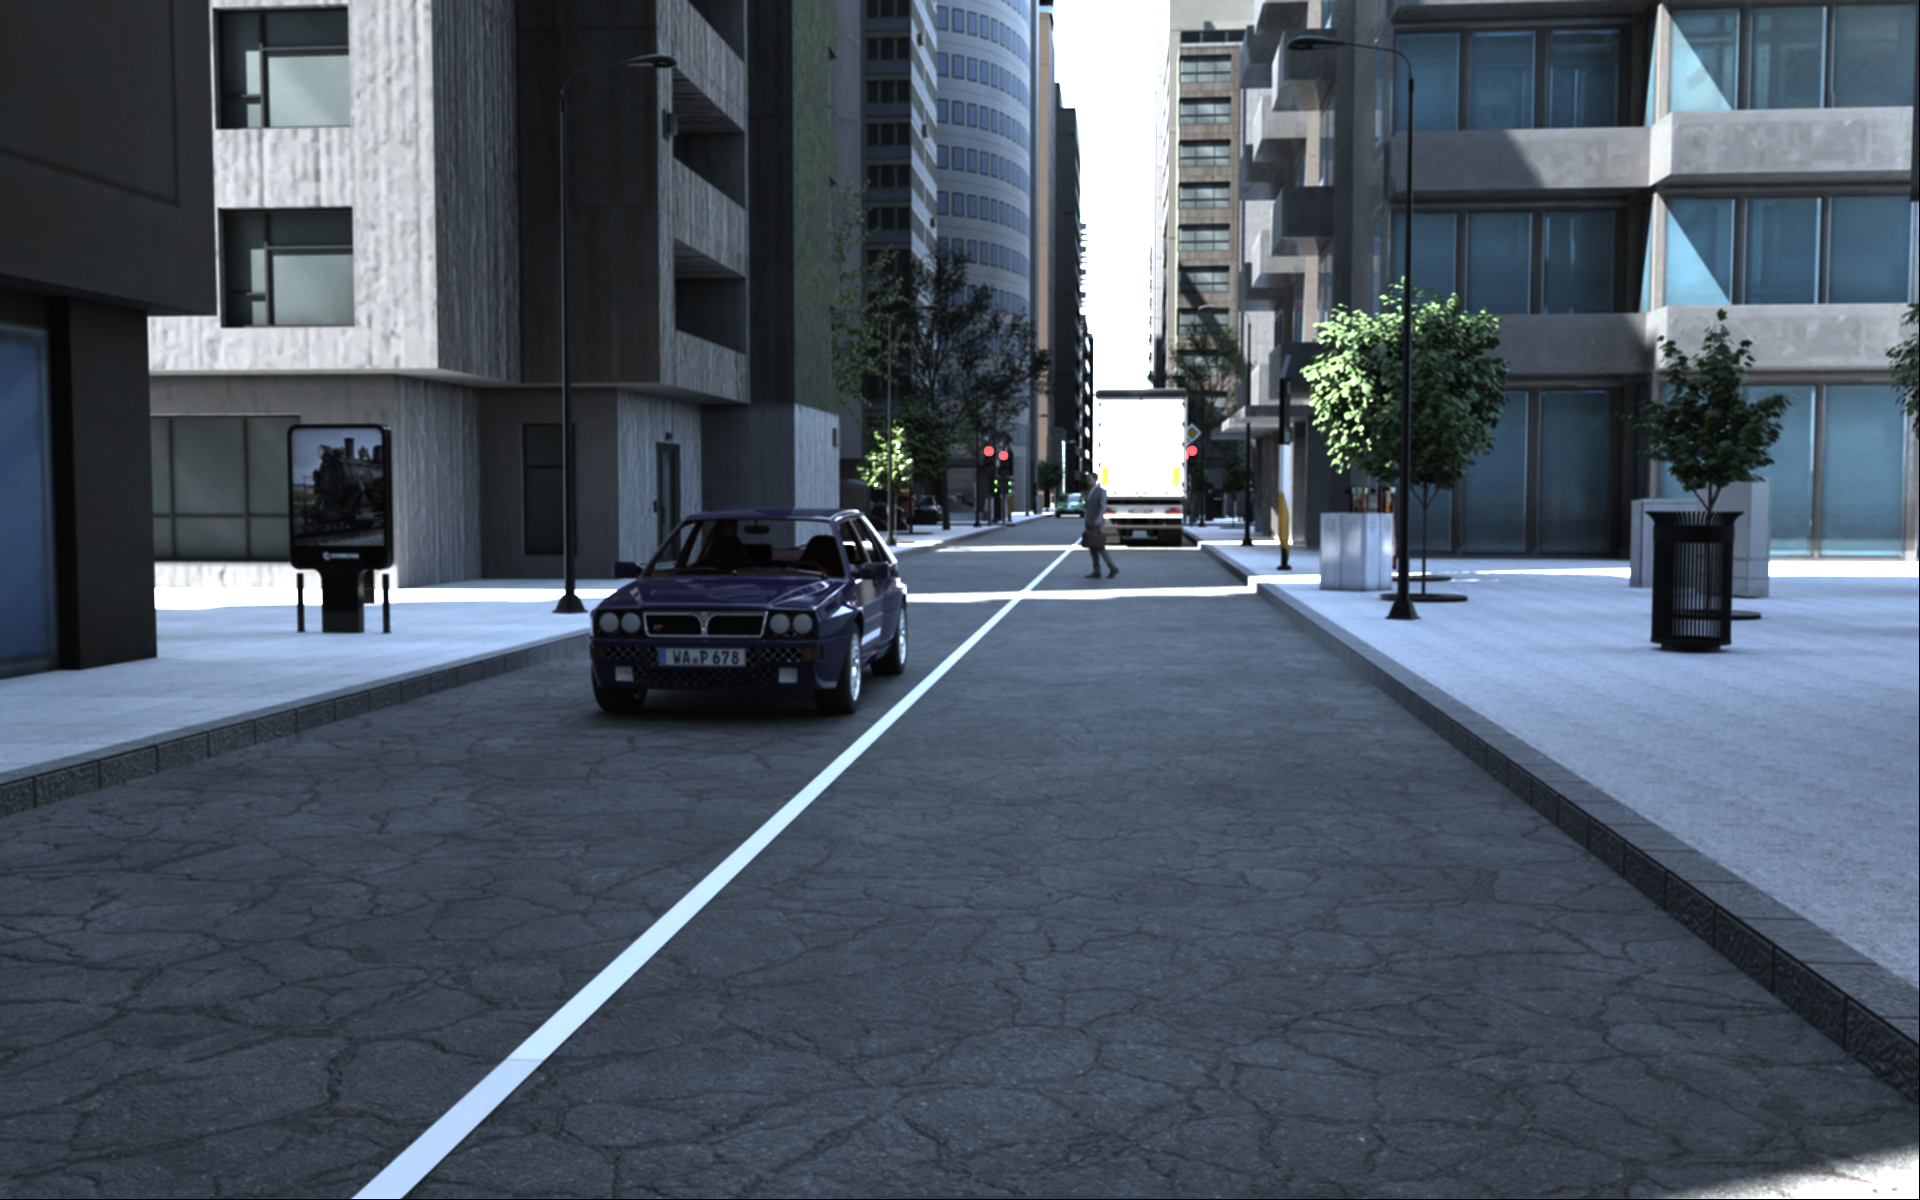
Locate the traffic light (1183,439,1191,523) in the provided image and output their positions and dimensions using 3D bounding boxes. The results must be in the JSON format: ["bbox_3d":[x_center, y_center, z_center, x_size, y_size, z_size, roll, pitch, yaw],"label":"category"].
[{"bbox_3d":[9.899,-5.344,76.292,0.839,4.253,0.868,0,4,6],"label":"traffic light"}]

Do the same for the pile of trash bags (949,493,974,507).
[{"bbox_3d":[-0.064,-6.083,109.207,1.912,1.369,3.447,0,4,-2],"label":"pile of trash bags"}]

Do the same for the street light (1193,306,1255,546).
[{"bbox_3d":[6.578,-4.296,42.788,1.470,5.913,1.316,0,4,6],"label":"street light"}]

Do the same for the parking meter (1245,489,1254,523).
[{"bbox_3d":[12.752,-4.154,76.324,0.372,1.533,0.369,0,3,0],"label":"parking meter"}]

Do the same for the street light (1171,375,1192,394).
[{"bbox_3d":[8.919,-5.811,67.553,1.470,5.913,1.316,0,4,6],"label":"street light"}]

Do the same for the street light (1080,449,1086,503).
[{"bbox_3d":[11.917,-12.543,177.625,1.470,5.913,1.316,0,4,6],"label":"street light"}]

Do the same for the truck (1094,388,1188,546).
[{"bbox_3d":[5.366,-3.835,51.616,2.839,4.237,11.283,0,4,6],"label":"truck"}]

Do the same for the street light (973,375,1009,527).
[{"bbox_3d":[1.217,-5.800,67.377,1.470,5.913,1.316,0,4,6],"label":"street light"}]

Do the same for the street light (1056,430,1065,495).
[{"bbox_3d":[6.915,-9.417,126.503,1.470,5.913,1.316,0,4,6],"label":"street light"}]

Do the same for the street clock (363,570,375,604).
[{"bbox_3d":[-6.948,-0.956,20.208,0.471,2.002,0.358,-1,4,-13],"label":"street clock"}]

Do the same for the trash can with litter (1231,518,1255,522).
[{"bbox_3d":[13.732,-4.279,81.024,2.233,1.210,1.678,2,4,26],"label":"trash can with litter"}]

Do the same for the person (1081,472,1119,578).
[{"bbox_3d":[2.307,-1.284,29.612,0.853,1.813,0.709,-2,4,-33],"label":"person"}]

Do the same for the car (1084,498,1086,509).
[{"bbox_3d":[13.018,-9.511,167.510,2.014,1.417,4.499,0,4,8],"label":"car"}]

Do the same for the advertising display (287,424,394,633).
[{"bbox_3d":[-5.719,-0.660,16.005,0.974,1.923,0.123,1,4,9],"label":"advertising display"}]

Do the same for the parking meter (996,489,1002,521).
[{"bbox_3d":[1.798,-4.504,82.053,0.372,1.533,0.369,0,3,0],"label":"parking meter"}]

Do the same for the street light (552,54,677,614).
[{"bbox_3d":[-3.684,-2.812,18.517,1.470,5.913,1.316,0,4,6],"label":"street light"}]

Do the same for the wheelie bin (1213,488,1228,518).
[{"bbox_3d":[13.800,-5.153,92.157,0.980,1.594,0.693,2,4,32],"label":"wheelie bin"}]

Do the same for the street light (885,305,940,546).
[{"bbox_3d":[-1.188,-4.295,42.758,1.470,5.913,1.316,0,4,6],"label":"street light"}]

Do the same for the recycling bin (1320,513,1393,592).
[{"bbox_3d":[5.313,-0.652,23.219,0.722,1.027,0.722,3,5,45],"label":"recycling bin"}]

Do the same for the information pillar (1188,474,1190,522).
[{"bbox_3d":[10.772,-5.461,80.640,0.183,3.616,0.504,-1,4,-16],"label":"information pillar"}]

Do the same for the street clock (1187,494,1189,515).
[{"bbox_3d":[13.831,-6.122,104.662,0.471,2.002,0.358,2,4,34],"label":"street clock"}]

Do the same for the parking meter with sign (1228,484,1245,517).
[{"bbox_3d":[15.676,-6.078,95.637,1.738,3.016,0.543,2,4,31],"label":"parking meter with sign"}]

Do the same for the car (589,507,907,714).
[{"bbox_3d":[-1.415,0.000,12.581,1.945,1.354,3.894,0,4,5],"label":"car"}]

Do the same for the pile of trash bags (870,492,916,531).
[{"bbox_3d":[-2.614,-3.139,61.082,1.912,1.369,3.447,2,4,31],"label":"pile of trash bags"}]

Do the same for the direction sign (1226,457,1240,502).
[{"bbox_3d":[16.527,-6.909,104.958,0.876,3.537,0.379,-1,4,-13],"label":"direction sign"}]

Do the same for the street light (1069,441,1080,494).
[{"bbox_3d":[9.616,-11.044,153.115,1.470,5.913,1.316,0,4,6],"label":"street light"}]

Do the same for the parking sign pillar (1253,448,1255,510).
[{"bbox_3d":[17.680,-6.861,100.652,1.447,3.967,1.447,1,4,15],"label":"parking sign pillar"}]

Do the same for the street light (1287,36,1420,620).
[{"bbox_3d":[4.021,-2.762,17.707,1.470,5.913,1.316,0,4,6],"label":"street light"}]

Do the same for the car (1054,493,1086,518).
[{"bbox_3d":[6.802,-5.988,106.706,1.959,1.807,4.718,0,4,5],"label":"car"}]

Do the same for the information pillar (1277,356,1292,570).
[{"bbox_3d":[5.468,-2.313,29.180,0.183,3.616,0.504,1,4,23],"label":"information pillar"}]

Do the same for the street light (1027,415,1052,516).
[{"bbox_3d":[4.488,-7.885,101.466,1.470,5.913,1.316,0,4,6],"label":"street light"}]

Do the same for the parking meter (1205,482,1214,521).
[{"bbox_3d":[11.942,-4.717,82.834,0.399,1.863,0.255,0,4,-5],"label":"parking meter"}]

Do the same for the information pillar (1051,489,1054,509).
[{"bbox_3d":[8.132,-9.032,152.170,0.304,2.012,0.304,0,4,-5],"label":"information pillar"}]

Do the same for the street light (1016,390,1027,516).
[{"bbox_3d":[2.091,-6.385,76.928,1.470,5.913,1.316,0,4,6],"label":"street light"}]

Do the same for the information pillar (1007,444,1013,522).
[{"bbox_3d":[2.317,-5.409,79.787,0.183,3.616,0.504,-1,4,-18],"label":"information pillar"}]

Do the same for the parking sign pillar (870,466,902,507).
[{"bbox_3d":[-2.869,-4.880,68.264,1.447,3.967,1.447,0,4,8],"label":"parking sign pillar"}]

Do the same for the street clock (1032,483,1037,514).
[{"bbox_3d":[4.729,-6.405,109.288,0.358,2.002,0.471,0,4,4],"label":"street clock"}]

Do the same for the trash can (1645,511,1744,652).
[{"bbox_3d":[6.010,-0.157,14.215,0.748,1.137,0.748,0,3,0],"label":"trash can"}]

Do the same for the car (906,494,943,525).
[{"bbox_3d":[-2.730,-3.846,72.663,4.222,1.686,2.009,0,4,6],"label":"car"}]

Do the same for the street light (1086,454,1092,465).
[{"bbox_3d":[14.374,-14.059,202.406,1.470,5.913,1.316,0,4,6],"label":"street light"}]
